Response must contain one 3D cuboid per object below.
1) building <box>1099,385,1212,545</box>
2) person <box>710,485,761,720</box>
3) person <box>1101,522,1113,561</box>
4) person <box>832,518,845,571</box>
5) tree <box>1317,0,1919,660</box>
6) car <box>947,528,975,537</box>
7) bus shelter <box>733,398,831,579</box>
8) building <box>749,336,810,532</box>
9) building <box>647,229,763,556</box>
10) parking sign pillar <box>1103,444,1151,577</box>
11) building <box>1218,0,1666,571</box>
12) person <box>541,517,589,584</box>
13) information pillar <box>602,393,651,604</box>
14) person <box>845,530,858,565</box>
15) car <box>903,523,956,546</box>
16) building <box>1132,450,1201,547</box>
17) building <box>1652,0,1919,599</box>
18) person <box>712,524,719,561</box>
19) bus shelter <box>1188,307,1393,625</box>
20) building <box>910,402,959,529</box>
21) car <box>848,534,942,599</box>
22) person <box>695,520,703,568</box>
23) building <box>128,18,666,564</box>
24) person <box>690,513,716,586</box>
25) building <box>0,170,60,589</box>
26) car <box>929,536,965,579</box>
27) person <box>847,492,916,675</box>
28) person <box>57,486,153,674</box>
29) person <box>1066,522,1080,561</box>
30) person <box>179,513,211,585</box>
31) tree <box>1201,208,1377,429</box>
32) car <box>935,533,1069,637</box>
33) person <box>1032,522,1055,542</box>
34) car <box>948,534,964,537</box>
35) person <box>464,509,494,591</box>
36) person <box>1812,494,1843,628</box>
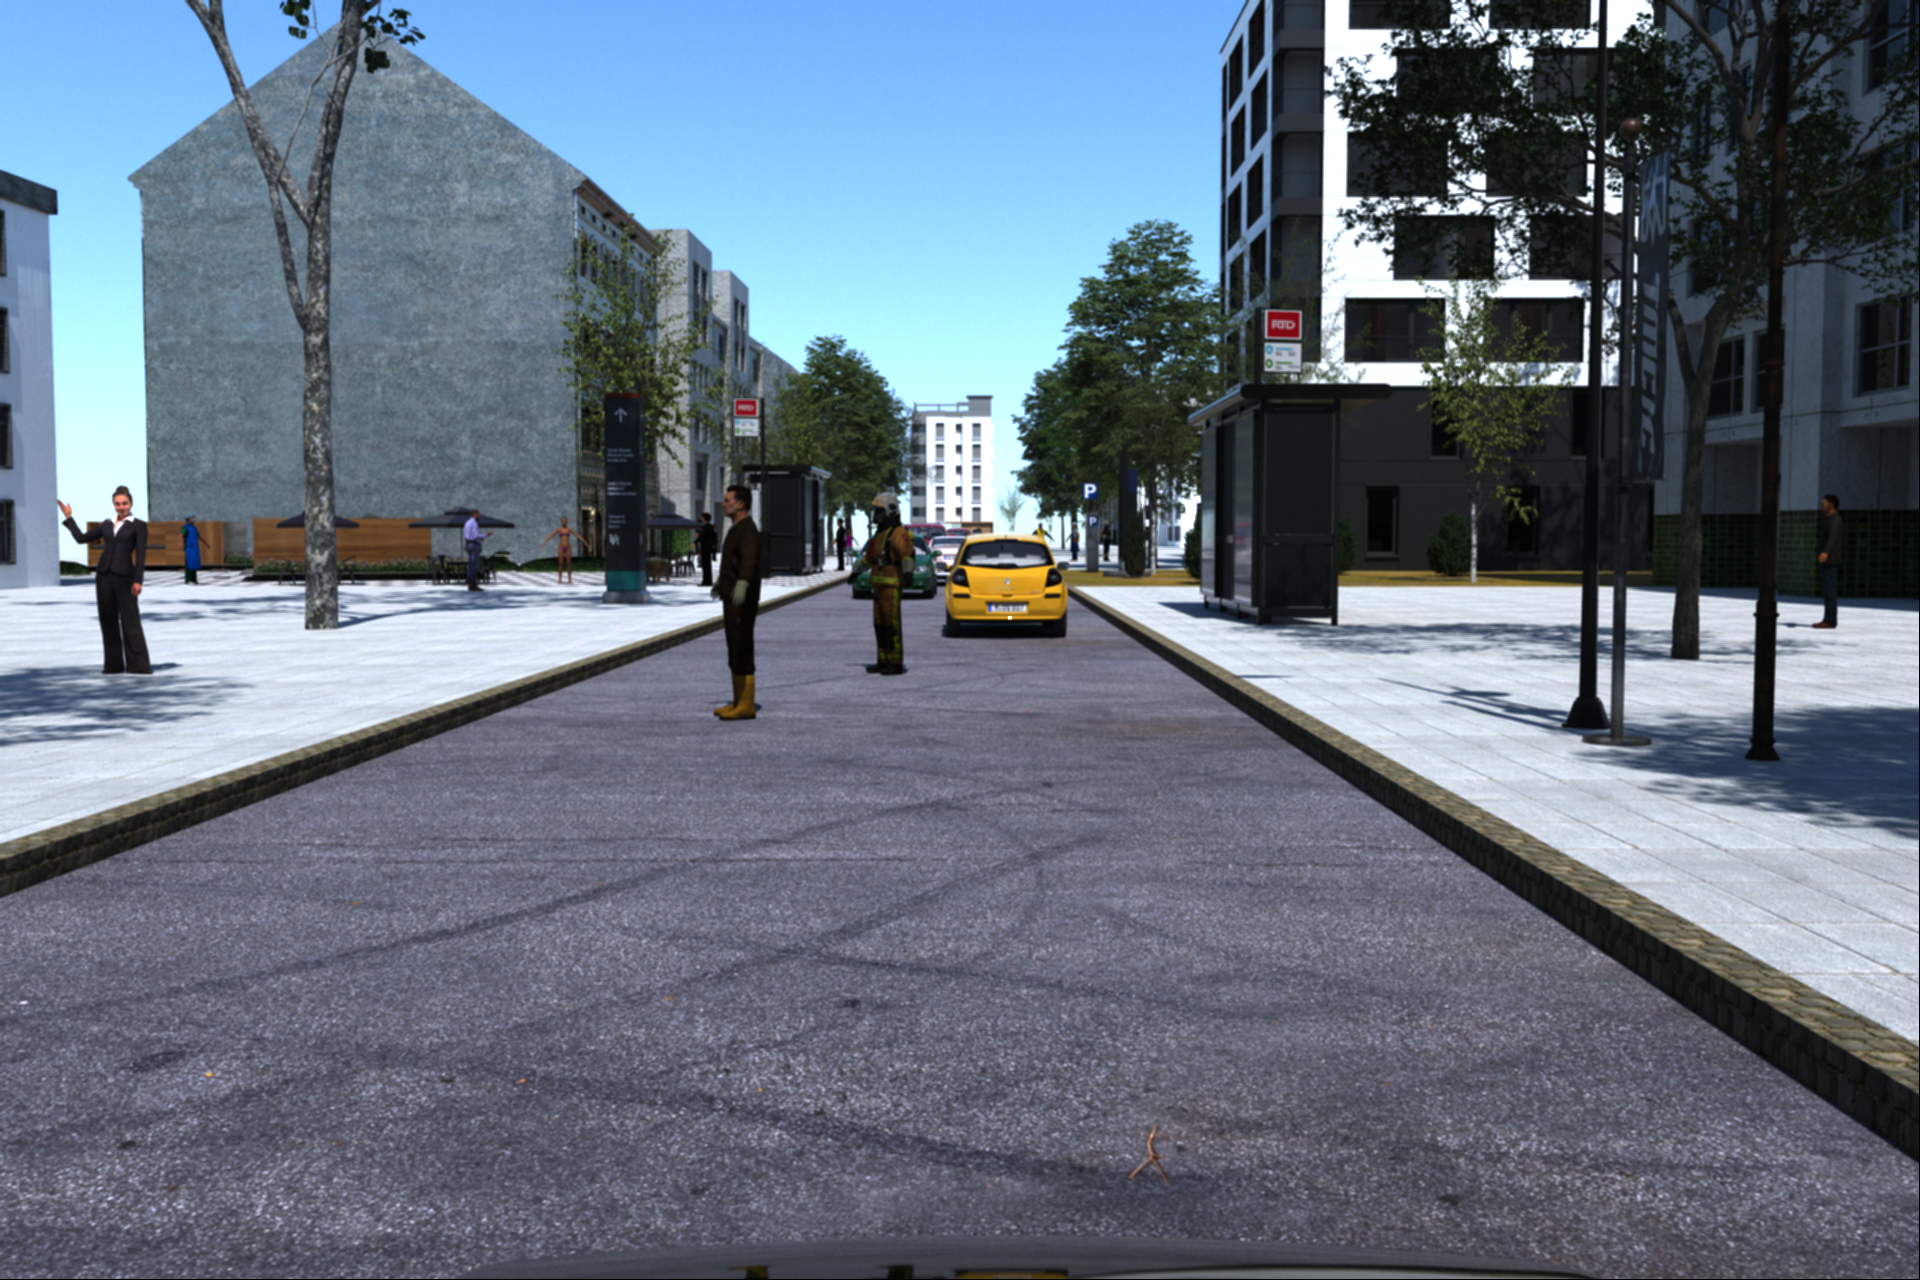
[{"bbox_3d":[26.455,-21.133,211.976,16.747,18.905,31.486,0,4,1],"label":"building"},{"bbox_3d":[-1.744,-0.298,13.466,0.704,1.812,1.346,-1,4,-15],"label":"person"},{"bbox_3d":[6.936,-4.640,81.642,0.705,1.856,1.354,1,4,20],"label":"person"},{"bbox_3d":[-4.192,-3.330,60.376,0.705,1.837,1.347,1,4,8],"label":"person"},{"bbox_3d":[7.213,-5.068,17.273,8.767,10.594,7.601,3,5,42],"label":"tree"},{"bbox_3d":[-0.136,-6.472,114.486,2.281,1.827,5.304,0,4,0],"label":"car"},{"bbox_3d":[-5.518,-4.657,53.778,2.179,5.291,8.768,0,4,1],"label":"bus shelter"},{"bbox_3d":[-24.666,-20.468,165.587,19.493,23.208,18.063,0,4,1],"label":"building"},{"bbox_3d":[-23.732,-15.297,116.571,16.747,18.905,31.486,0,4,1],"label":"building"},{"bbox_3d":[5.045,-3.901,52.255,1.447,3.967,1.447,0,3,0],"label":"parking sign pillar"},{"bbox_3d":[24.950,-14.190,75.980,27.936,21.610,32.646,0,4,0],"label":"building"},{"bbox_3d":[-10.231,-2.327,44.841,1.217,1.733,0.721,-1,4,-16],"label":"person"},{"bbox_3d":[-6.199,-2.613,32.104,0.750,3.857,0.750,0,3,0],"label":"information pillar"},{"bbox_3d":[-4.620,-3.826,71.814,0.991,1.433,0.599,-2,4,-35],"label":"person"},{"bbox_3d":[-1.275,-3.199,60.975,2.281,1.827,5.304,0,4,0],"label":"car"},{"bbox_3d":[22.312,-14.613,181.074,9.099,9.664,28.070,0,4,1],"label":"building"},{"bbox_3d":[25.444,-9.806,26.782,16.747,18.905,31.486,0,4,1],"label":"building"},{"bbox_3d":[-11.482,-4.577,81.554,0.721,1.740,1.216,0,3,0],"label":"person"},{"bbox_3d":[5.012,-3.106,28.423,2.179,5.291,8.768,0,4,0],"label":"bus shelter"},{"bbox_3d":[-6.598,-23.309,239.986,11.380,20.090,16.016,0,4,3],"label":"building"},{"bbox_3d":[-1.464,-1.718,39.889,2.131,1.459,4.920,0,4,0],"label":"car"},{"bbox_3d":[-9.891,-3.671,66.167,0.704,1.843,1.345,0,4,7],"label":"person"},{"bbox_3d":[-25.345,-15.384,82.456,19.493,23.208,18.063,0,4,1],"label":"building"},{"bbox_3d":[-6.259,-2.225,42.569,0.705,1.806,1.347,1,4,15],"label":"person"},{"bbox_3d":[-23.116,-5.282,28.503,9.099,9.664,28.070,0,4,1],"label":"building"},{"bbox_3d":[-0.145,-2.264,49.373,2.083,1.381,4.827,0,4,1],"label":"car"},{"bbox_3d":[-0.765,-0.581,17.717,0.705,1.858,1.354,-2,4,-29],"label":"person"},{"bbox_3d":[-7.803,-0.548,15.806,0.742,1.727,0.445,-2,4,-27],"label":"person"},{"bbox_3d":[5.372,-4.641,81.735,0.705,1.847,1.347,-1,4,-22],"label":"person"},{"bbox_3d":[-19.336,-2.293,43.622,0.704,1.817,1.347,0,4,7],"label":"person"},{"bbox_3d":[7.180,-5.470,39.804,4.360,8.622,3.978,0,3,0],"label":"tree"},{"bbox_3d":[0.635,-0.931,25.446,2.015,1.641,3.980,0,4,0],"label":"car"},{"bbox_3d":[3.745,-4.549,80.343,1.349,1.833,0.705,-1,4,-21],"label":"person"},{"bbox_3d":[-0.380,-5.354,97.318,2.009,1.686,4.222,0,4,1],"label":"car"},{"bbox_3d":[-10.844,-2.027,39.059,0.599,1.838,0.709,-3,4,-36],"label":"person"},{"bbox_3d":[11.839,-1.075,23.649,0.705,1.821,1.348,2,4,25],"label":"person"}]
